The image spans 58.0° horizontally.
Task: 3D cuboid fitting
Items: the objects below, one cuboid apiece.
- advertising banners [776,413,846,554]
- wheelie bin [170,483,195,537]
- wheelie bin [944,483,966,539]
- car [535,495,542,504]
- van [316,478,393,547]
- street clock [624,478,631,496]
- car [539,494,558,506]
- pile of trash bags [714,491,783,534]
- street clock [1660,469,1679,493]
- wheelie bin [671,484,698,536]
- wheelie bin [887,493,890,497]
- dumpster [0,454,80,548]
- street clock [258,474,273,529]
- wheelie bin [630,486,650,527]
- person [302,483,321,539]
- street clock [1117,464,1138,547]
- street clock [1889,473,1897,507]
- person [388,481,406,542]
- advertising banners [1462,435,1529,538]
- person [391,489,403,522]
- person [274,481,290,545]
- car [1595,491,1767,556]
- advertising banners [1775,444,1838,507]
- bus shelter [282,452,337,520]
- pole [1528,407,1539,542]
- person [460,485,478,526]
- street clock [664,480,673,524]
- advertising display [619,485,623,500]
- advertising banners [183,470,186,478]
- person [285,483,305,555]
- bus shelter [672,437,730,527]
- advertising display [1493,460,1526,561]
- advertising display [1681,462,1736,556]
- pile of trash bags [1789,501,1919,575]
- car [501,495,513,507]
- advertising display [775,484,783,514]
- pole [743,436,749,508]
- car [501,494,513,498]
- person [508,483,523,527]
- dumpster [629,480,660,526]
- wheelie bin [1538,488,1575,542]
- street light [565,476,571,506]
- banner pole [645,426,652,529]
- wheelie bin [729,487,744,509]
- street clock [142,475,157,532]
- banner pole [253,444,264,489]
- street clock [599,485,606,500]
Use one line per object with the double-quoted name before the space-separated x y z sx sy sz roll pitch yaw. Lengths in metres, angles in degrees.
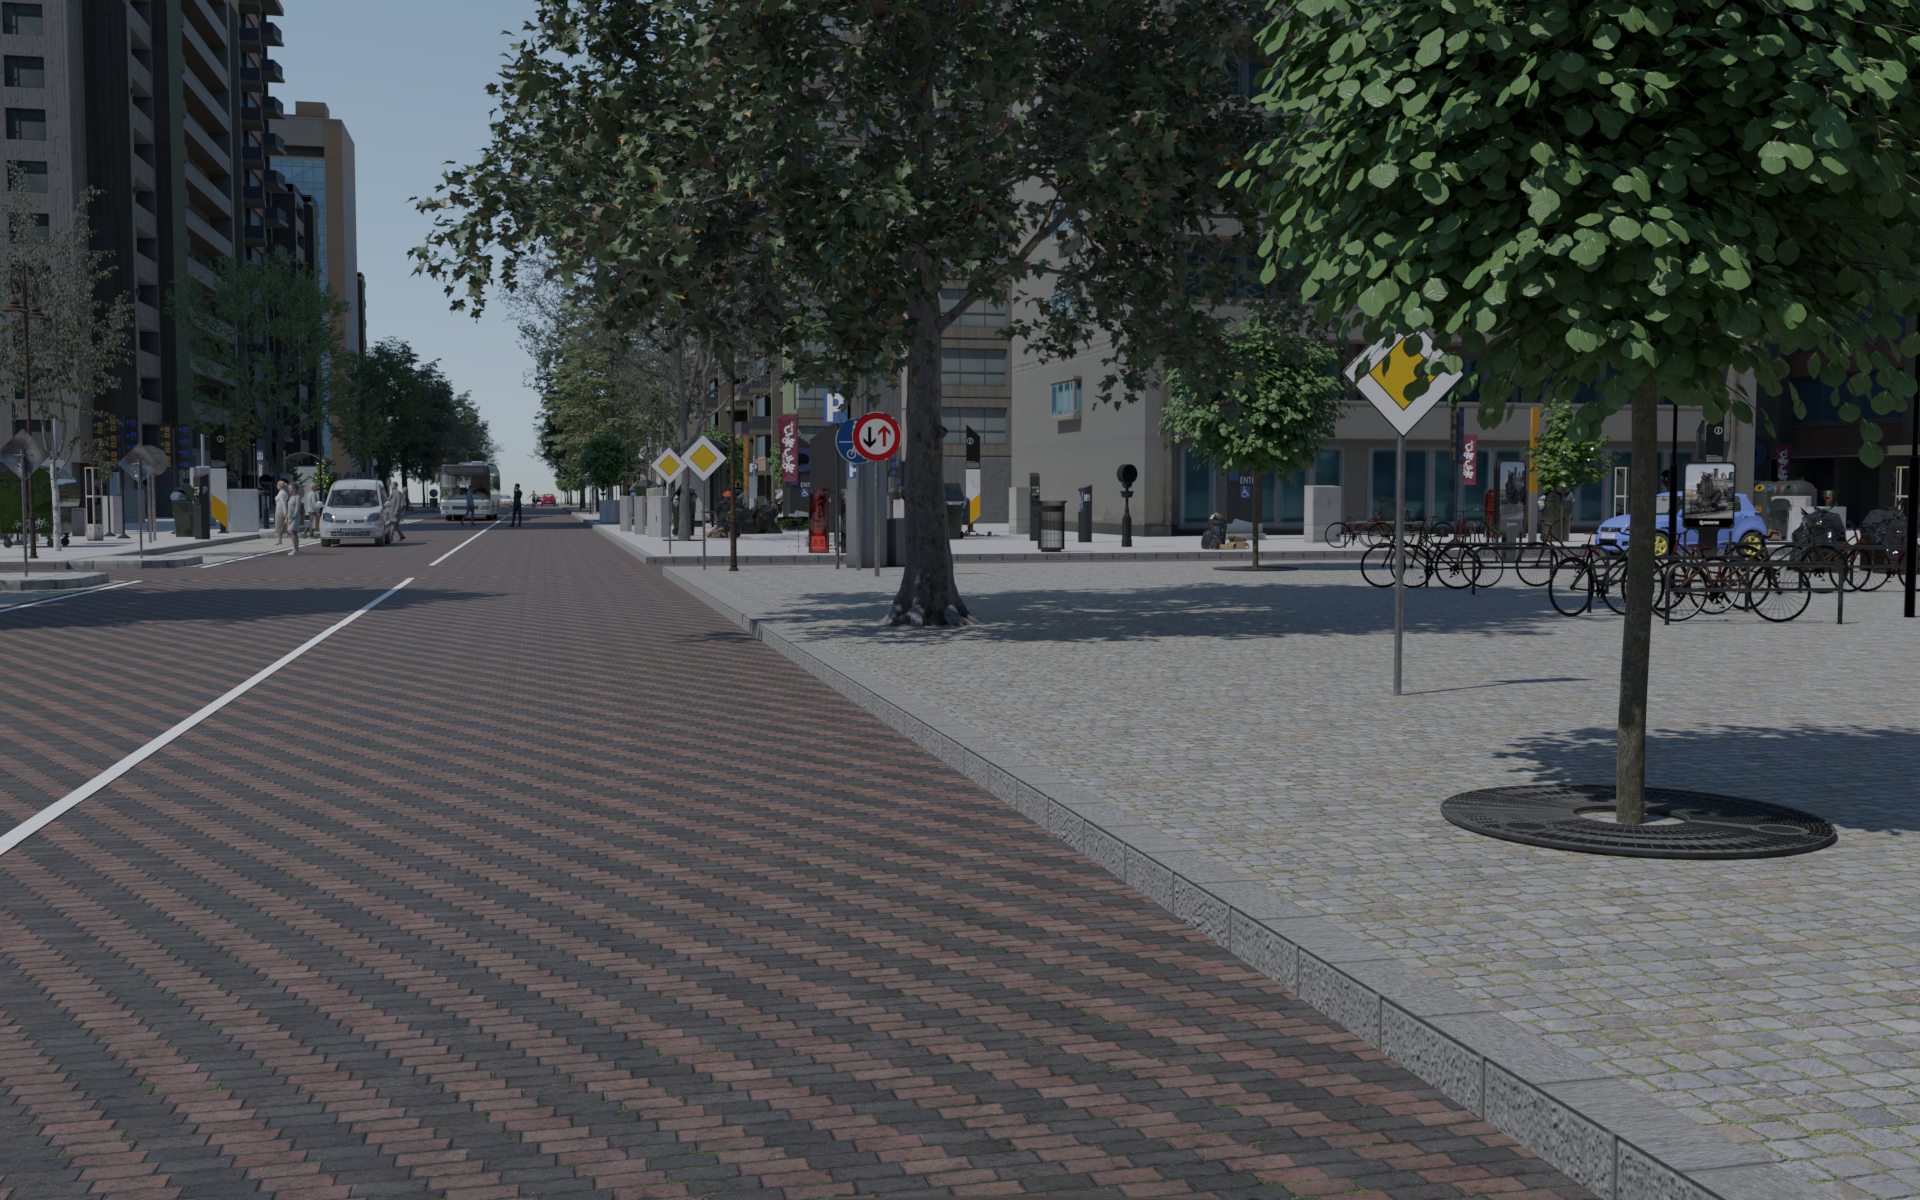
"advertising banners" -3.034 -2.524 37.460 2.074 3.025 0.090 1 4 21
"wheelie bin" -23.156 -2.684 51.784 0.693 1.594 0.980 0 4 0
"wheelie bin" -0.326 -2.536 49.373 0.980 1.594 0.693 -2 4 -27
"car" -62.471 -15.031 258.331 1.945 1.354 3.894 -1 4 -15
"van" -16.873 -2.532 48.409 2.013 2.044 4.112 -1 4 -15
"street clock" -14.532 -4.366 75.947 0.358 2.002 0.471 -1 4 -17
"car" -49.722 -12.244 209.227 2.155 1.783 4.494 -1 4 -14
"pile of trash bags" -7.147 -2.872 56.709 1.912 1.369 3.447 -2 4 -25
"street clock" 20.453 -2.778 49.989 0.471 2.002 0.358 2 4 34
"wheelie bin" -8.470 -2.776 53.297 0.693 1.594 0.980 1 4 11
"wheelie bin" -3.032 -3.397 63.455 0.980 1.594 0.693 -1 4 -19
"dumpster" -22.346 -2.410 41.902 1.502 2.255 1.985 -1 4 -13
"street clock" -25.364 -3.592 63.300 0.471 2.002 0.358 -2 4 -27
"wheelie bin" -12.573 -3.699 68.390 0.980 1.594 0.693 -2 4 -30
"person" -20.437 -2.794 54.667 0.515 1.767 0.782 -3 5 -40
"street clock" 4.035 -2.280 41.850 0.471 2.002 0.358 -2 4 -32
"street clock" 32.535 -3.407 60.274 0.358 2.002 0.471 0 4 2
"person" -17.122 -2.677 52.370 0.767 1.812 0.694 -3 4 -36
"advertising banners" 15.621 -3.332 50.673 2.074 3.025 0.090 2 4 31
"person" -28.773 -4.860 88.301 0.623 1.781 0.721 2 4 24
"person" -18.789 -2.413 48.186 0.641 1.798 0.478 0 3 0
"car" 16.141 -1.792 38.888 3.694 1.707 1.945 -1 4 -14
"advertising banners" 29.252 -3.897 59.906 2.074 3.025 0.090 3 5 41
"bus shelter" -32.533 -5.671 86.643 2.014 3.302 5.546 -1 4 -14
"pole" 13.475 -2.865 40.687 0.158 3.312 0.155 0 3 0
"person" -22.175 -4.270 78.178 0.748 1.841 0.638 0 4 0
"street clock" -12.492 -4.272 74.411 0.358 2.002 0.471 2 4 31
"advertising display" -20.220 -6.037 103.915 0.123 1.923 0.974 0 4 8
"advertising banners" -29.125 -4.201 64.877 0.090 3.025 2.074 -2 4 -29
"person" -15.648 -1.909 40.718 0.512 1.701 0.522 3 5 44
"bus shelter" -9.717 -4.322 64.592 2.014 3.302 5.546 -1 4 -14
"advertising display" 10.386 -1.683 32.739 0.974 1.923 0.123 -3 5 -42
"advertising display" 14.935 -1.796 34.572 0.974 1.923 0.123 1 4 13
"pile of trash bags" 15.326 -1.129 28.207 3.447 1.369 1.912 2 4 33
"car" -51.441 -11.201 195.494 2.083 1.381 4.827 -1 4 -13
"advertising display" -11.661 -6.532 112.003 0.123 1.923 0.974 -3 4 -37
"pole" -7.471 -4.081 60.574 0.158 3.312 0.155 0 3 0
"car" -54.655 -12.109 207.764 2.009 1.686 4.222 -1 4 -14
"person" -19.426 -4.154 75.778 0.648 1.900 0.474 3 4 38
"dumpster" -12.922 -3.999 71.144 1.264 1.857 1.865 -1 4 -13
"wheelie bin" 16.068 -2.364 46.563 0.980 1.594 0.693 -1 4 -10
"street light" -41.463 -12.929 184.171 0.468 5.910 1.993 -1 4 -14
"banner pole" -11.438 -4.506 63.693 0.401 3.779 0.863 -2 4 -25
"wheelie bin" -9.721 -4.137 75.541 0.980 1.594 0.693 0 4 -4
"street clock" -27.215 -3.279 58.189 0.471 2.002 0.358 -1 4 -18
"banner pole" -34.996 -5.894 86.388 0.863 3.779 0.401 2 4 26
"street clock" -20.156 -5.701 97.780 0.471 2.002 0.358 3 4 38
